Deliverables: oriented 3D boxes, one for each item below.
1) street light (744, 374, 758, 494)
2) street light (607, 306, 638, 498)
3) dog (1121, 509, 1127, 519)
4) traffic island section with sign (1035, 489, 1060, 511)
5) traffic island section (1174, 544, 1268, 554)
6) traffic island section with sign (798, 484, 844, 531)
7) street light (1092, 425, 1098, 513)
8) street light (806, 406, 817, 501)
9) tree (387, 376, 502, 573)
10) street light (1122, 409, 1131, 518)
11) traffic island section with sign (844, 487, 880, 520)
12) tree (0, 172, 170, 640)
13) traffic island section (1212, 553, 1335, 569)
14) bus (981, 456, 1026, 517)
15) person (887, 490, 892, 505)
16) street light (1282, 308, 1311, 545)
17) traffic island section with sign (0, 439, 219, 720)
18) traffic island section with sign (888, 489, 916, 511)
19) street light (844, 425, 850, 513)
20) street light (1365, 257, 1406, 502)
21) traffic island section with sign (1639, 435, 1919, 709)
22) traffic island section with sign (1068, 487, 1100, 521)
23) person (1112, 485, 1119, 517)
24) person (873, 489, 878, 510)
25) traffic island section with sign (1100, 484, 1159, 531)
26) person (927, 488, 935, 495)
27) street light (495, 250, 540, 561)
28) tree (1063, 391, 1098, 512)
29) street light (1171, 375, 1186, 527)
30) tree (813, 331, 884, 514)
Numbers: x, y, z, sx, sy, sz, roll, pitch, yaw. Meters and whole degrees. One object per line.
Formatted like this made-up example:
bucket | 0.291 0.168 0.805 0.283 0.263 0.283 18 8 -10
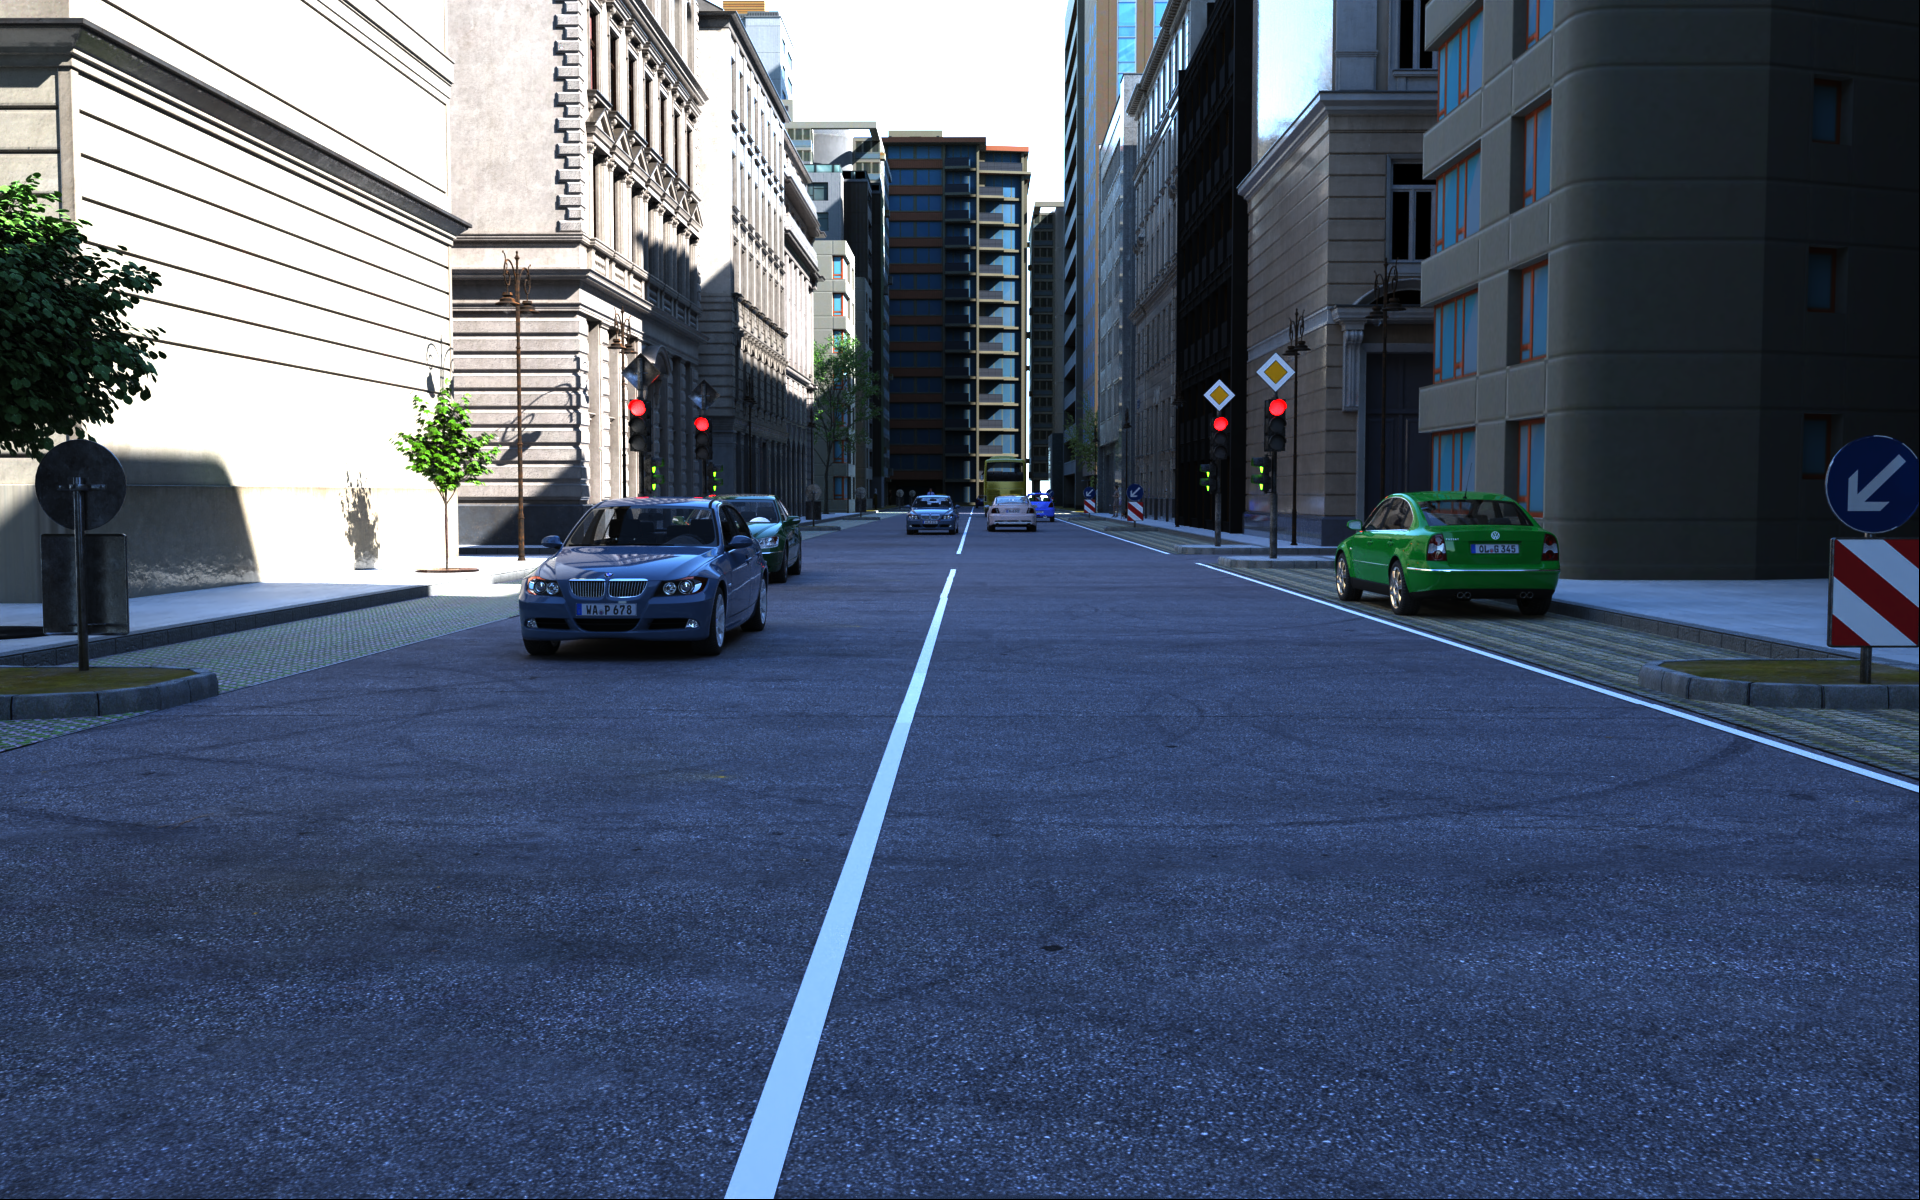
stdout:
street light | -8.117 -5.761 66.987 0.468 5.910 1.993 0 4 1
street light | -8.302 -4.280 42.764 0.468 5.910 1.993 0 4 1
dog | 8.418 -4.399 88.751 0.406 0.507 0.540 0 4 -6
traffic island section with sign | 7.392 -8.348 145.120 1.989 1.847 2.006 0 4 1
traffic island section | 6.346 -1.237 42.501 2.009 0.180 2.903 0 4 1
traffic island section with sign | -5.715 -3.630 67.982 1.989 1.847 2.006 0 4 1
street light | 9.126 -8.814 116.897 0.468 5.910 1.993 0 4 1
street light | -7.811 -7.251 91.348 0.468 5.910 1.993 0 4 1
tree | -8.332 -2.073 28.500 1.663 3.219 1.824 0 3 0
street light | 8.878 -7.307 92.253 0.468 5.910 1.993 0 4 1
traffic island section with sign | -5.427 -5.327 95.724 1.989 1.847 2.006 0 4 1
tree | -9.038 -1.953 15.647 4.285 4.588 4.351 0 3 0
traffic island section | 6.264 -0.748 34.517 2.009 0.180 2.903 0 4 1
bus | 2.785 -7.298 110.864 2.896 3.916 12.252 0 4 1
person | -7.935 -11.505 194.668 0.721 1.766 1.217 -1 4 -22
street light | 8.385 -4.313 43.299 0.468 5.910 1.993 0 4 1
traffic island section with sign | -6.281 -0.197 11.845 1.989 1.847 2.006 0 4 1
traffic island section with sign | -4.932 -8.303 144.385 1.989 1.847 2.006 0 4 1
street light | -7.527 -8.770 116.175 0.468 5.910 1.993 0 4 1
street light | 8.324 -3.745 34.018 0.468 5.910 1.993 0 4 1
traffic island section with sign | 6.046 -0.232 12.417 1.989 1.847 2.006 0 4 1
traffic island section with sign | 6.884 -5.230 94.130 1.989 1.847 2.006 0 4 1
person | 8.524 -5.420 94.993 0.374 1.781 0.599 -1 4 -10
person | -7.075 -8.348 143.259 0.721 1.736 1.217 0 4 2
traffic island section with sign | 6.607 -3.576 67.099 1.989 1.847 2.006 0 4 1
person | -2.085 -6.945 121.912 0.709 1.838 0.599 0 4 8
street light | -8.418 -3.688 33.079 0.468 5.910 1.993 0 4 1
tree | 9.333 -10.416 120.668 4.737 8.622 4.395 0 3 0
street light | 8.498 -5.794 67.523 0.468 5.910 1.993 0 4 1
tree | -8.421 -11.276 110.124 9.928 11.665 9.643 0 3 0
